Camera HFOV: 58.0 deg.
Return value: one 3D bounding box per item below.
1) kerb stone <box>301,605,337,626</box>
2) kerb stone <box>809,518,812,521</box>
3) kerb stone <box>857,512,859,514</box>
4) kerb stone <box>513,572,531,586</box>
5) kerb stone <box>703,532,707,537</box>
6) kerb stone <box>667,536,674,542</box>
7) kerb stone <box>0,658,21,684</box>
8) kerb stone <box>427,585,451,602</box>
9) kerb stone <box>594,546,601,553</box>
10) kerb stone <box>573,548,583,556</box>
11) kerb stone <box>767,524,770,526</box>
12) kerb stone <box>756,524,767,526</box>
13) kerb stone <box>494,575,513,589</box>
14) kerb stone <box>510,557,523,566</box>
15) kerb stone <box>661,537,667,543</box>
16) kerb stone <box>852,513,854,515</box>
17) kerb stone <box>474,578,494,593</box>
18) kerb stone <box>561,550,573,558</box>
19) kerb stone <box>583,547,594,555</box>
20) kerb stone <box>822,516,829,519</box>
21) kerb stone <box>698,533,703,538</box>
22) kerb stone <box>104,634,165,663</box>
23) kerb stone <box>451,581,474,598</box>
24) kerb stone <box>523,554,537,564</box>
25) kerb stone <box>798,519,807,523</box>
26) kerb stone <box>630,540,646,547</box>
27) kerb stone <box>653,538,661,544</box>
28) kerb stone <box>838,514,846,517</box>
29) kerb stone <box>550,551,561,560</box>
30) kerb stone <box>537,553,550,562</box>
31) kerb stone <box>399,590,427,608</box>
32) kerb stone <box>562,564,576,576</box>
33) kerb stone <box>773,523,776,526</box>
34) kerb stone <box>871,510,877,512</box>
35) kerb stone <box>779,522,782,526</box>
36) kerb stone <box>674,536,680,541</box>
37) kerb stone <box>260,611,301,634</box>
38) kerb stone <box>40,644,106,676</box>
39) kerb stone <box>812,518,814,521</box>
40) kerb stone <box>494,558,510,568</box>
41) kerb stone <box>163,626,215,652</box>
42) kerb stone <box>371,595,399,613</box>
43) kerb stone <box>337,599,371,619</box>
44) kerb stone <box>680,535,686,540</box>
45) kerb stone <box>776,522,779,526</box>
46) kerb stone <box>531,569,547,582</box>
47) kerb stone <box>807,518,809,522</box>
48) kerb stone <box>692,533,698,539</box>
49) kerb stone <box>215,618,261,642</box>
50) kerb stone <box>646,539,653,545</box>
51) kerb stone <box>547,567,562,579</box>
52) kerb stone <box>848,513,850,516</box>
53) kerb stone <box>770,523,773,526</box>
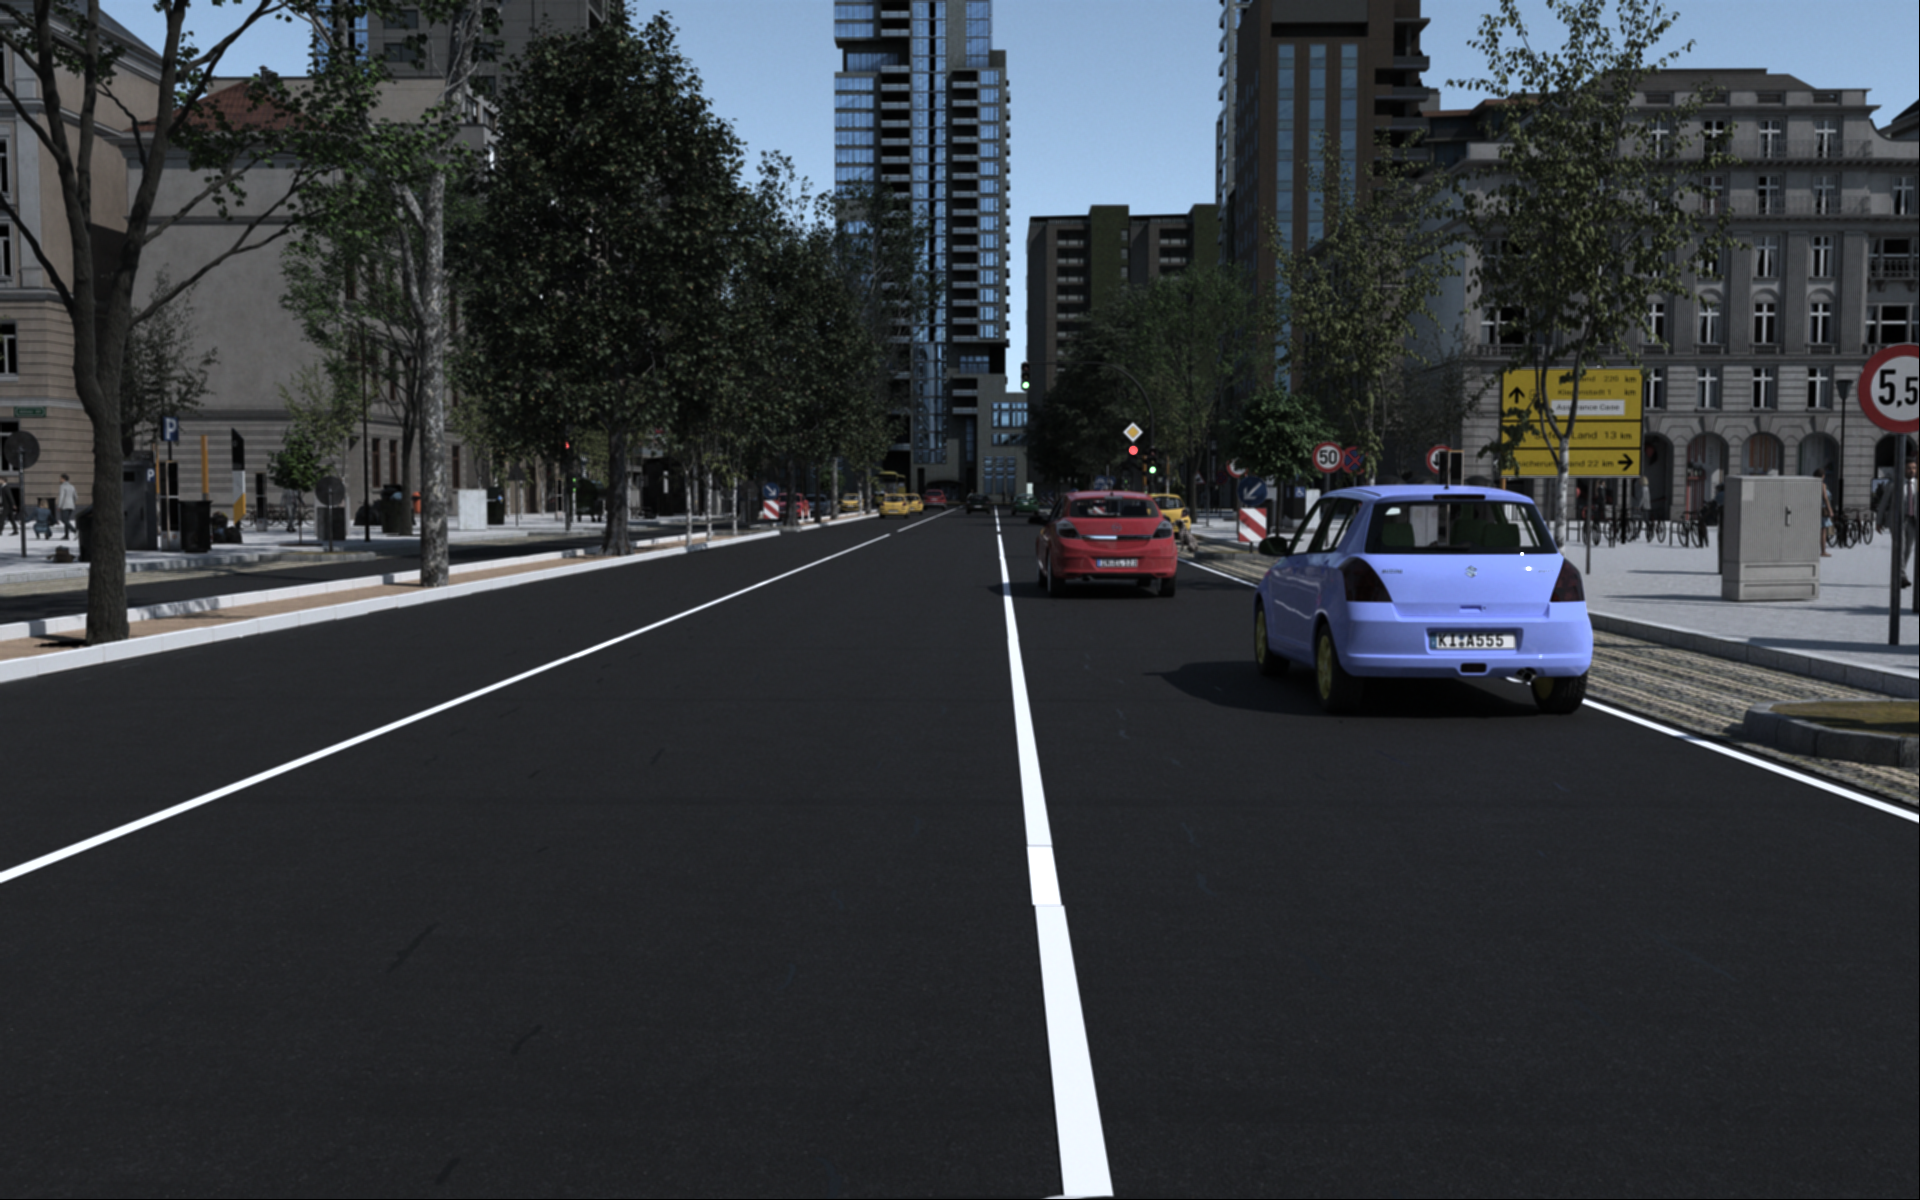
[{"bbox_3d":[-7.197,0.180,19.245,0.120,0.150,1.000,0,4,1],"label":"kerb stone"},{"bbox_3d":[-7.917,-4.120,89.550,0.120,0.150,1.000,0,4,1],"label":"kerb stone"},{"bbox_3d":[-7.319,-6.000,120.320,0.120,0.150,1.000,0,4,1],"label":"kerb stone"},{"bbox_3d":[-7.034,-0.320,27.433,0.120,0.150,1.000,0,4,1],"label":"kerb stone"},{"bbox_3d":[-8.549,-2.145,57.263,0.120,0.150,1.000,0,4,1],"label":"kerb stone"},{"bbox_3d":[-8.676,-1.769,51.126,0.120,0.150,1.000,0,4,1],"label":"kerb stone"},{"bbox_3d":[-7.314,0.556,13.100,0.120,0.150,1.000,0,4,1],"label":"kerb stone"},{"bbox_3d":[-7.113,-0.069,23.342,0.120,0.150,1.000,0,4,1],"label":"kerb stone"},{"bbox_3d":[-8.850,-1.204,41.881,0.120,0.150,1.000,0,4,1],"label":"kerb stone"},{"bbox_3d":[-8.898,-1.079,39.831,0.120,0.150,1.000,0,4,1],"label":"kerb stone"},{"bbox_3d":[-8.253,-3.110,73.147,0.120,0.150,1.000,0,4,1],"label":"kerb stone"},{"bbox_3d":[-8.261,-3.054,72.121,0.120,0.150,1.000,0,4,1],"label":"kerb stone"},{"bbox_3d":[-7.053,-0.258,26.410,0.120,0.150,1.000,0,4,1],"label":"kerb stone"},{"bbox_3d":[-8.998,-0.765,34.711,0.120,0.150,1.000,0,4,1],"label":"kerb stone"},{"bbox_3d":[-8.695,-1.706,50.093,0.120,0.150,1.000,0,4,1],"label":"kerb stone"},{"bbox_3d":[-7.405,-5.751,116.218,0.120,0.150,1.000,0,4,1],"label":"kerb stone"},{"bbox_3d":[-7.077,-0.195,25.389,0.120,0.150,1.000,0,4,1],"label":"kerb stone"},{"bbox_3d":[-8.917,-1.013,38.809,0.120,0.150,1.000,0,4,1],"label":"kerb stone"},{"bbox_3d":[-8.874,-1.137,40.859,0.120,0.150,1.000,0,4,1],"label":"kerb stone"},{"bbox_3d":[-7.744,-4.680,98.784,0.120,0.150,1.000,0,4,1],"label":"kerb stone"},{"bbox_3d":[-8.571,-2.077,56.242,0.120,0.150,1.000,0,4,1],"label":"kerb stone"},{"bbox_3d":[-7.280,0.431,15.148,0.120,0.150,1.000,0,4,1],"label":"kerb stone"},{"bbox_3d":[-7.088,-0.133,24.367,0.120,0.150,1.000,0,4,1],"label":"kerb stone"},{"bbox_3d":[-8.972,-0.821,35.736,0.120,0.150,1.000,0,4,1],"label":"kerb stone"},{"bbox_3d":[-7.960,-3.995,87.506,0.120,0.150,1.000,0,4,1],"label":"kerb stone"},{"bbox_3d":[-8.751,-1.515,47.005,0.120,0.150,1.000,0,4,1],"label":"kerb stone"},{"bbox_3d":[-8.712,-1.643,49.069,0.120,0.150,1.000,0,4,1],"label":"kerb stone"},{"bbox_3d":[-7.519,-5.375,110.069,0.120,0.150,1.000,0,4,1],"label":"kerb stone"},{"bbox_3d":[-8.942,-0.953,37.783,0.120,0.150,1.000,0,4,1],"label":"kerb stone"},{"bbox_3d":[-8.951,-0.890,36.759,0.120,0.150,1.000,0,4,1],"label":"kerb stone"},{"bbox_3d":[-7.130,-0.003,22.321,0.120,0.150,1.000,0,4,1],"label":"kerb stone"},{"bbox_3d":[-6.982,-0.508,30.509,0.120,0.150,1.000,0,4,1],"label":"kerb stone"},{"bbox_3d":[-8.201,-3.242,75.207,0.120,0.150,1.000,0,4,1],"label":"kerb stone"},{"bbox_3d":[-6.960,-7.130,138.771,0.120,0.150,1.000,0,4,1],"label":"kerb stone"},{"bbox_3d":[-8.163,-3.368,77.255,0.120,0.150,1.000,0,4,1],"label":"kerb stone"},{"bbox_3d":[-8.655,-1.832,52.148,0.120,0.150,1.000,0,4,1],"label":"kerb stone"},{"bbox_3d":[-7.217,0.245,18.214,0.120,0.150,1.000,0,4,1],"label":"kerb stone"},{"bbox_3d":[-7.303,0.501,14.122,0.120,0.150,1.000,0,4,1],"label":"kerb stone"},{"bbox_3d":[-7.901,-4.182,90.577,0.120,0.150,1.000,0,4,1],"label":"kerb stone"},{"bbox_3d":[-9.008,-0.702,33.681,0.120,0.150,1.000,0,4,1],"label":"kerb stone"},{"bbox_3d":[-7.263,0.369,16.170,0.120,0.150,1.000,0,4,1],"label":"kerb stone"},{"bbox_3d":[-7.166,0.055,21.299,0.120,0.150,1.000,0,4,1],"label":"kerb stone"},{"bbox_3d":[-7.170,0.118,20.270,0.120,0.150,1.000,0,4,1],"label":"kerb stone"},{"bbox_3d":[-8.630,-1.894,53.170,0.120,0.150,1.000,0,4,1],"label":"kerb stone"},{"bbox_3d":[-8.179,-3.305,76.229,0.120,0.150,1.000,0,4,1],"label":"kerb stone"},{"bbox_3d":[-7.025,-0.383,28.464,0.120,0.150,1.000,0,4,1],"label":"kerb stone"},{"bbox_3d":[-7.945,-4.057,88.528,0.120,0.150,1.000,0,4,1],"label":"kerb stone"},{"bbox_3d":[-8.593,-2.020,55.220,0.120,0.150,1.000,0,4,1],"label":"kerb stone"},{"bbox_3d":[-7.242,0.314,17.192,0.120,0.150,1.000,0,4,1],"label":"kerb stone"},{"bbox_3d":[-8.733,-1.581,48.042,0.120,0.150,1.000,0,4,1],"label":"kerb stone"},{"bbox_3d":[-6.998,-0.445,29.485,0.120,0.150,1.000,0,4,1],"label":"kerb stone"},{"bbox_3d":[-7.467,-5.563,113.144,0.120,0.150,1.000,0,4,1],"label":"kerb stone"},{"bbox_3d":[-8.223,-3.175,74.181,0.120,0.150,1.000,0,4,1],"label":"kerb stone"}]
